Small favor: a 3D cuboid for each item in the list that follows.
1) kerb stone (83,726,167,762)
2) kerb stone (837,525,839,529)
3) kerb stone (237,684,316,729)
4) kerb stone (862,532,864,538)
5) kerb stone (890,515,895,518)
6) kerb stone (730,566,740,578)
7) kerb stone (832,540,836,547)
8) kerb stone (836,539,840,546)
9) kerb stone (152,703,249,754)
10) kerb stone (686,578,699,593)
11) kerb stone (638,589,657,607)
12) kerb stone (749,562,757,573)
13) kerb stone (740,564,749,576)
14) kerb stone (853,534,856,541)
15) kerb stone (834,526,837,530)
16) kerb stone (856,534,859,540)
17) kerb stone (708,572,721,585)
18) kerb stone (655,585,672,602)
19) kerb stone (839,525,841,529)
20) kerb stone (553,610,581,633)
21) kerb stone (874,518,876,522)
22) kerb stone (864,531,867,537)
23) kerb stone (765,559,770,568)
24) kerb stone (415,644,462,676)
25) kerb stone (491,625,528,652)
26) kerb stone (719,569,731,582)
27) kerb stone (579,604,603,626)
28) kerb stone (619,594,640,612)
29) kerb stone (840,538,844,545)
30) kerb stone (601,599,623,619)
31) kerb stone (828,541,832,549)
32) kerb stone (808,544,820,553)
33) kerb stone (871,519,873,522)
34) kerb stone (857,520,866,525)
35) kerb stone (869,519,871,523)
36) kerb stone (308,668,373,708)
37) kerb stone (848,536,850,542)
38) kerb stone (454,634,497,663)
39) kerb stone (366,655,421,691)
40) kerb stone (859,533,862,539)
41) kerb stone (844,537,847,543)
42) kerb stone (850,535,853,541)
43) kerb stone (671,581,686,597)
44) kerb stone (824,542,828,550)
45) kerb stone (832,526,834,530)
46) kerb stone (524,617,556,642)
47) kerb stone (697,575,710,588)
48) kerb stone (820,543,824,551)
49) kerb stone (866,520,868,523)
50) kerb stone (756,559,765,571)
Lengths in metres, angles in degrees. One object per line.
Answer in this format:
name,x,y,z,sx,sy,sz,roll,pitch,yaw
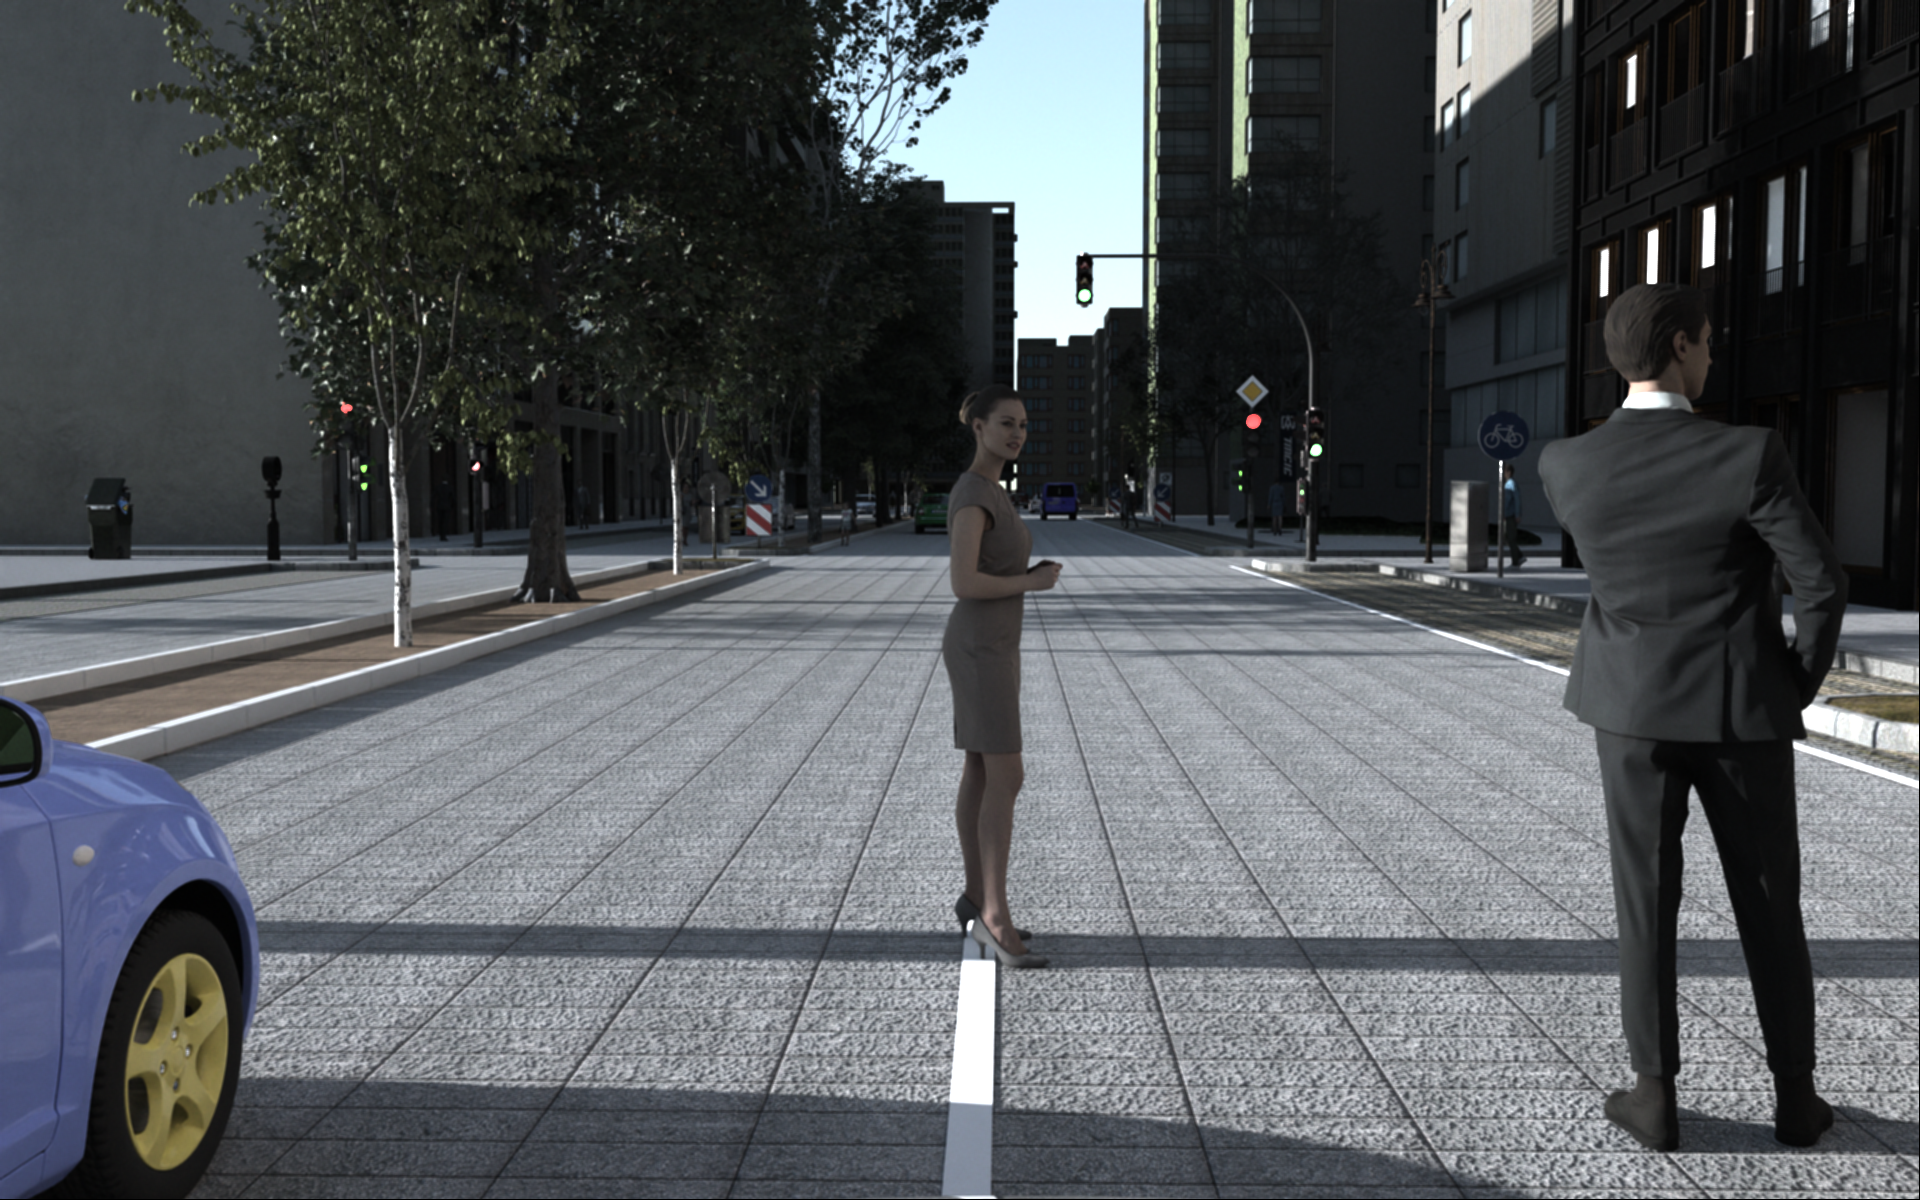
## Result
kerb stone,-4.438,0.810,9.001,0.120,0.150,1.000,0,4,1
kerb stone,-5.017,-2.858,68.971,0.120,0.150,1.000,0,4,1
kerb stone,-4.381,0.682,11.044,0.120,0.150,1.000,0,4,1
kerb stone,-3.256,-2.039,55.579,0.120,0.150,1.000,0,4,1
kerb stone,-4.063,-5.181,106.896,0.120,0.150,1.000,0,4,1
kerb stone,-3.924,-0.443,29.466,0.120,0.150,1.000,0,4,1
kerb stone,-3.491,-1.474,46.369,0.120,0.150,1.000,0,4,1
kerb stone,-3.463,-1.540,47.400,0.120,0.150,1.000,0,4,1
kerb stone,-4.407,0.745,10.022,0.120,0.150,1.000,0,4,1
kerb stone,-4.015,-0.194,25.375,0.120,0.150,1.000,0,4,1
kerb stone,-4.099,-0.006,22.307,0.120,0.150,1.000,0,4,1
kerb stone,-3.869,-0.568,31.519,0.120,0.150,1.000,0,4,1
kerb stone,-3.886,-0.501,30.488,0.120,0.150,1.000,0,4,1
kerb stone,-3.337,-1.854,52.511,0.120,0.150,1.000,0,4,1
kerb stone,-5.042,-2.798,67.944,0.120,0.150,1.000,0,4,1
kerb stone,-3.299,-1.916,53.533,0.120,0.150,1.000,0,4,1
kerb stone,-3.967,-0.320,27.422,0.120,0.150,1.000,0,4,1
kerb stone,-4.066,-0.069,23.329,0.120,0.150,1.000,0,4,1
kerb stone,-4.998,-2.924,70.000,0.120,0.150,1.000,0,4,1
kerb stone,-4.199,0.244,18.213,0.120,0.150,1.000,0,4,1
kerb stone,-4.524,-4.053,88.464,0.120,0.150,1.000,0,4,1
kerb stone,-3.230,-2.105,56.618,0.120,0.150,1.000,0,4,1
kerb stone,-3.812,-0.696,33.580,0.120,0.150,1.000,0,4,1
kerb stone,-4.293,0.494,14.115,0.120,0.150,1.000,0,4,1
kerb stone,-4.252,0.371,16.158,0.120,0.150,1.000,0,4,1
kerb stone,-3.941,-0.382,28.444,0.120,0.150,1.000,0,4,1
kerb stone,-4.175,0.185,19.236,0.120,0.150,1.000,0,4,1
kerb stone,-4.129,0.056,21.286,0.120,0.150,1.000,0,4,1
kerb stone,-3.432,-1.601,48.422,0.120,0.150,1.000,0,4,1
kerb stone,-4.146,0.118,20.259,0.120,0.150,1.000,0,4,1
kerb stone,-3.521,-1.416,45.344,0.120,0.150,1.000,0,4,1
kerb stone,-3.593,-1.222,42.278,0.120,0.150,1.000,0,4,1
kerb stone,-4.578,-3.928,86.410,0.120,0.150,1.000,0,4,1
kerb stone,-4.686,-3.677,82.308,0.120,0.150,1.000,0,4,1
kerb stone,-4.608,-3.865,85.387,0.120,0.150,1.000,0,4,1
kerb stone,-4.352,0.620,12.072,0.120,0.150,1.000,0,4,1
kerb stone,-3.386,-1.729,50.467,0.120,0.150,1.000,0,4,1
kerb stone,-4.279,0.433,15.137,0.120,0.150,1.000,0,4,1
kerb stone,-4.324,0.557,13.093,0.120,0.150,1.000,0,4,1
kerb stone,-3.280,-1.979,54.555,0.120,0.150,1.000,0,4,1
kerb stone,-3.411,-1.667,49.444,0.120,0.150,1.000,0,4,1
kerb stone,-3.359,-1.792,51.489,0.120,0.150,1.000,0,4,1
kerb stone,-4.047,-0.132,24.353,0.120,0.150,1.000,0,4,1
kerb stone,-3.541,-1.349,44.322,0.120,0.150,1.000,0,4,1
kerb stone,-5.066,-2.733,66.921,0.120,0.150,1.000,0,4,1
kerb stone,-4.228,0.307,17.182,0.120,0.150,1.000,0,4,1
kerb stone,-3.995,-0.257,26.397,0.120,0.150,1.000,0,4,1
kerb stone,-3.567,-1.291,43.300,0.120,0.150,1.000,0,4,1
kerb stone,-4.654,-3.738,83.330,0.120,0.150,1.000,0,4,1
kerb stone,-3.837,-0.631,32.548,0.120,0.150,1.000,0,4,1
